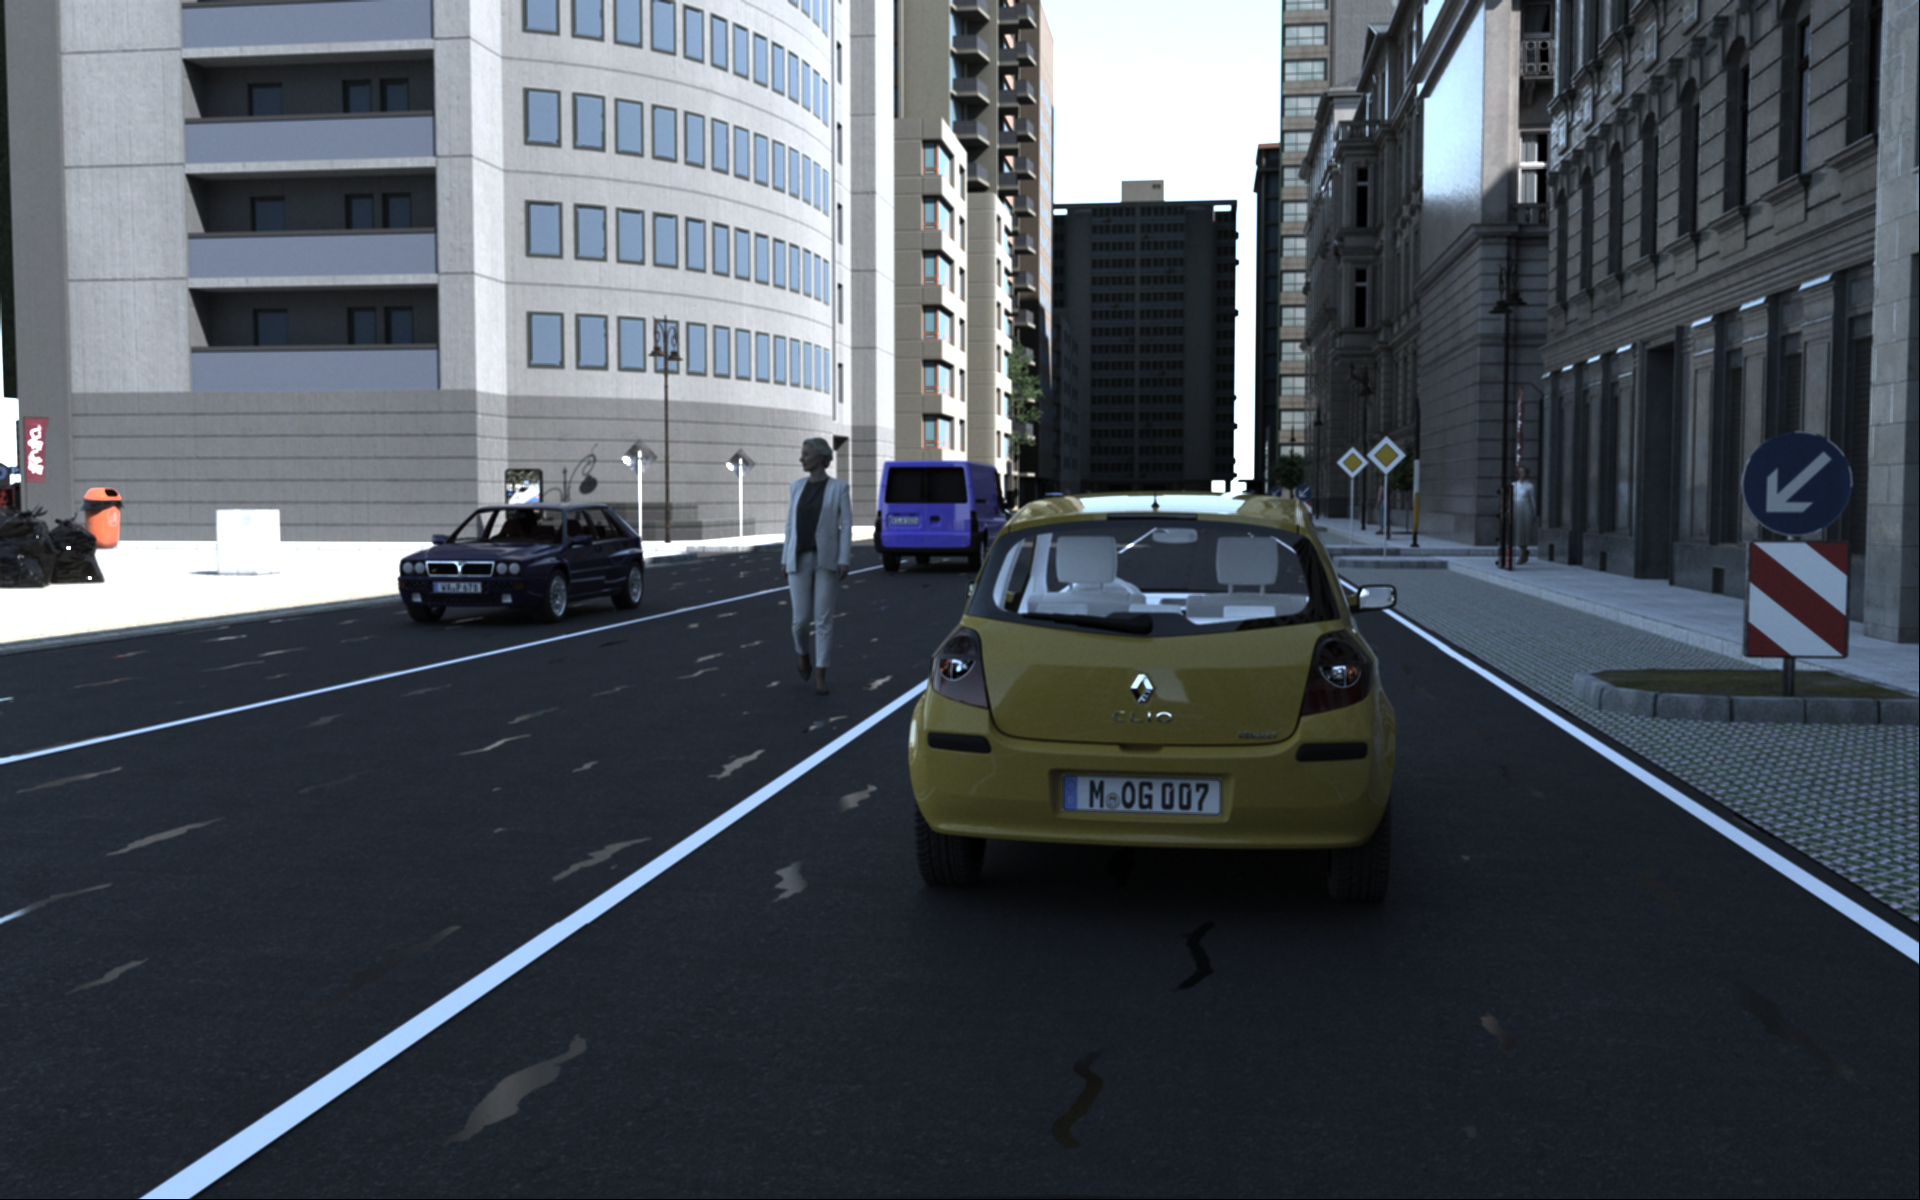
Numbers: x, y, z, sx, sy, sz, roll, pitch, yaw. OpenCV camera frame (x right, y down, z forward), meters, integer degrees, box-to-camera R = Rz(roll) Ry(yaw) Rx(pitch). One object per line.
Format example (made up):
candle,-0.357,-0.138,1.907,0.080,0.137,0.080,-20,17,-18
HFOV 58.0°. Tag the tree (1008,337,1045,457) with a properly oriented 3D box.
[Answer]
tree,2.020,-11.557,114.718,9.928,11.665,9.643,0,3,0

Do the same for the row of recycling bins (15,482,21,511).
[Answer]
row of recycling bins,-32.097,-3.122,58.152,3.534,1.692,1.069,-2,4,-26

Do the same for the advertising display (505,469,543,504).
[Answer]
advertising display,-11.173,-2.398,44.417,0.974,1.923,0.123,1,4,10

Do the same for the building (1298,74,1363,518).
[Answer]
building,26.947,-18.695,102.923,12.463,27.353,25.104,0,4,8

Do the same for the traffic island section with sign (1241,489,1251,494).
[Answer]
traffic island section with sign,27.783,-9.869,169.986,1.989,1.847,2.006,0,4,8

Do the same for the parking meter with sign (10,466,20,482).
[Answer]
parking meter with sign,-57.634,-6.722,106.161,0.543,3.016,1.738,-3,5,-45

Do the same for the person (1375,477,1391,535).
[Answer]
person,13.434,-2.985,54.861,0.555,1.821,0.388,-3,4,-36

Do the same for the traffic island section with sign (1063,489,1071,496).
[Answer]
traffic island section with sign,9.002,-8.356,145.248,1.989,1.847,2.006,0,4,8

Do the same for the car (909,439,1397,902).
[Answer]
car,0.928,0.159,7.622,2.015,1.641,3.980,1,4,10

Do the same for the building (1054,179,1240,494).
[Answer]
building,22.696,-32.104,216.788,23.993,40.220,32.217,0,4,8

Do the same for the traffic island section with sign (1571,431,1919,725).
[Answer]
traffic island section with sign,5.267,-0.187,11.689,1.989,1.847,2.006,0,4,8

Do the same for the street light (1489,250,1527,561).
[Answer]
street light,10.410,-3.686,33.049,0.468,5.910,1.993,0,4,8

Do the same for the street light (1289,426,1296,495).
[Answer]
street light,22.219,-8.746,115.790,0.468,5.910,1.993,0,4,8

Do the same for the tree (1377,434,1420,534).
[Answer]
tree,14.503,-3.761,56.093,1.663,3.219,1.824,0,3,0

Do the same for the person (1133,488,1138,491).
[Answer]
person,8.054,-4.281,79.330,0.563,1.720,0.643,0,4,-3

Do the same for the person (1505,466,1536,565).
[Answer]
person,10.275,-1.551,31.625,0.641,1.798,0.478,-3,5,-44

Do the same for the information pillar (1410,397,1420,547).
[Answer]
information pillar,11.010,-3.084,41.782,0.183,3.616,0.504,1,4,9

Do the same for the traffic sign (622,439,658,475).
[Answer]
traffic sign,-6.767,-2.103,36.570,0.795,2.593,0.064,0,4,8

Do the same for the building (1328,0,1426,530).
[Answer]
building,23.126,-15.538,73.128,14.460,24.649,34.723,0,4,8

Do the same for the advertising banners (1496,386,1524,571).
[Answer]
advertising banners,9.232,-2.011,29.073,0.090,3.025,2.074,0,4,8

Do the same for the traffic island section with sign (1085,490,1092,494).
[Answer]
traffic island section with sign,12.798,-9.988,171.936,1.989,1.847,2.006,0,4,8

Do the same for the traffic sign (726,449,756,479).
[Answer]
traffic sign,-5.642,-2.586,44.476,0.795,2.593,0.064,0,4,8

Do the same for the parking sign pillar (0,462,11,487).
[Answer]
parking sign pillar,-65.592,-7.939,118.278,1.447,3.967,1.447,-1,4,-19

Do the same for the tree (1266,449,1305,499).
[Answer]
tree,23.265,-8.449,121.862,4.285,4.588,4.351,0,3,0

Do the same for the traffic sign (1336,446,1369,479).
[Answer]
traffic sign,9.596,-2.453,42.295,0.795,2.593,0.064,0,4,8

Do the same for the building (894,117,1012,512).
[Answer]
building,-12.488,-15.345,95.922,27.650,21.520,28.899,0,4,8

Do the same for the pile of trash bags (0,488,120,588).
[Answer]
pile of trash bags,-13.300,-0.936,25.061,1.912,1.369,3.447,0,4,8

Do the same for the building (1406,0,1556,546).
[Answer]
building,24.938,-12.501,46.199,24.055,21.916,13.314,0,4,8

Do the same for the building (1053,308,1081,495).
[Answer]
building,-2.720,-20.648,182.632,28.899,21.520,27.650,0,4,8

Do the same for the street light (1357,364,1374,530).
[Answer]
street light,14.414,-5.438,61.696,0.468,5.910,1.993,0,4,8

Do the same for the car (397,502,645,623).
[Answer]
car,-5.107,-0.488,20.552,1.945,1.354,3.894,1,4,9

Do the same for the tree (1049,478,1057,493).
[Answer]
tree,8.612,-10.470,165.780,1.663,3.219,1.824,0,3,0

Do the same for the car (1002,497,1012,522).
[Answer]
car,0.764,-3.038,59.460,2.009,1.686,4.222,0,4,7

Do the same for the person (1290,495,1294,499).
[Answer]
person,19.808,-5.656,103.184,0.373,1.253,0.362,0,4,4

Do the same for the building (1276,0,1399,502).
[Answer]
building,31.362,-27.434,132.133,14.154,41.232,14.086,0,4,8

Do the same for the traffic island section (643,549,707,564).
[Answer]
traffic island section,-6.791,-0.878,36.641,2.009,0.180,2.903,0,4,8

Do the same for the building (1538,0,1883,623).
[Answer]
building,14.760,-10.694,24.001,9.793,20.994,18.267,0,4,8

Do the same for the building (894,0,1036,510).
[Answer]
building,-5.849,-29.372,134.860,22.147,44.769,28.867,0,4,8

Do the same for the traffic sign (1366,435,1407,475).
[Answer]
traffic sign,8.471,-1.969,34.390,0.795,2.593,0.064,0,4,8

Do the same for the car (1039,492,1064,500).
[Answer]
car,5.840,-5.984,107.430,1.945,1.707,3.694,0,4,7

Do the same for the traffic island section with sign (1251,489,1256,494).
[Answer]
traffic island section with sign,16.914,-5.193,93.533,1.989,1.847,2.006,0,4,8

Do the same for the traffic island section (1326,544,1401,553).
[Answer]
traffic island section,9.621,-1.229,42.375,2.009,0.180,2.903,0,4,8

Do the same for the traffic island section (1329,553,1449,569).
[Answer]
traffic island section,8.496,-0.745,34.469,2.009,0.180,2.903,0,4,8

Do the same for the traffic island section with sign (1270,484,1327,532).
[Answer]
traffic island section with sign,13.094,-3.554,66.728,1.989,1.847,2.006,0,4,8

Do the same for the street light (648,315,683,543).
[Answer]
street light,-7.611,-4.413,44.934,0.468,5.910,1.993,0,4,8

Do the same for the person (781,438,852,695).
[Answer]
person,-1.050,-0.263,12.684,0.514,1.842,0.818,0,4,-5

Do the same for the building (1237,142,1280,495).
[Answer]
building,48.117,-33.827,207.693,28.867,44.769,22.147,0,4,8

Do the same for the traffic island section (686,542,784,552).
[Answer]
traffic island section,-5.666,-1.362,44.547,2.009,0.180,2.903,0,4,8

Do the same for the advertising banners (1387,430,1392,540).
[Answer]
advertising banners,12.039,-3.206,48.611,0.090,3.025,2.074,1,4,16

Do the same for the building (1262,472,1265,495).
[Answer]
building,42.310,-45.289,178.719,20.563,71.187,20.611,0,4,8

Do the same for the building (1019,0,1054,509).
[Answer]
building,0.921,-30.918,155.613,14.600,45.320,14.200,0,4,8

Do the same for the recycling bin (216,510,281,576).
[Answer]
recycling bin,-11.341,-0.921,27.605,0.722,1.027,0.722,0,4,6

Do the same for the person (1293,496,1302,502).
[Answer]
person,25.052,-7.376,126.654,1.348,1.822,0.705,0,4,6

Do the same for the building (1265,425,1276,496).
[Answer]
building,39.135,-51.358,152.375,22.319,86.520,31.000,0,4,8

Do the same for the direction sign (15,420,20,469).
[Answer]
direction sign,-28.541,-3.713,52.711,0.379,3.537,0.876,-3,5,-44

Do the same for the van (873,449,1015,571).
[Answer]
van,-0.239,-1.800,33.815,2.240,2.365,5.245,1,4,9

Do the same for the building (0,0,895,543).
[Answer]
building,-15.071,-31.560,58.006,21.231,58.520,28.212,0,4,8

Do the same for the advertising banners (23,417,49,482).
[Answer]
advertising banners,-21.573,-2.615,38.949,2.074,3.025,0.090,-3,5,-43

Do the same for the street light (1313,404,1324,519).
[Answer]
street light,18.344,-7.094,88.776,0.468,5.910,1.993,0,4,8

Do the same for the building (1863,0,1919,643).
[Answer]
building,12.139,-9.253,6.034,10.420,20.320,16.860,0,4,8
